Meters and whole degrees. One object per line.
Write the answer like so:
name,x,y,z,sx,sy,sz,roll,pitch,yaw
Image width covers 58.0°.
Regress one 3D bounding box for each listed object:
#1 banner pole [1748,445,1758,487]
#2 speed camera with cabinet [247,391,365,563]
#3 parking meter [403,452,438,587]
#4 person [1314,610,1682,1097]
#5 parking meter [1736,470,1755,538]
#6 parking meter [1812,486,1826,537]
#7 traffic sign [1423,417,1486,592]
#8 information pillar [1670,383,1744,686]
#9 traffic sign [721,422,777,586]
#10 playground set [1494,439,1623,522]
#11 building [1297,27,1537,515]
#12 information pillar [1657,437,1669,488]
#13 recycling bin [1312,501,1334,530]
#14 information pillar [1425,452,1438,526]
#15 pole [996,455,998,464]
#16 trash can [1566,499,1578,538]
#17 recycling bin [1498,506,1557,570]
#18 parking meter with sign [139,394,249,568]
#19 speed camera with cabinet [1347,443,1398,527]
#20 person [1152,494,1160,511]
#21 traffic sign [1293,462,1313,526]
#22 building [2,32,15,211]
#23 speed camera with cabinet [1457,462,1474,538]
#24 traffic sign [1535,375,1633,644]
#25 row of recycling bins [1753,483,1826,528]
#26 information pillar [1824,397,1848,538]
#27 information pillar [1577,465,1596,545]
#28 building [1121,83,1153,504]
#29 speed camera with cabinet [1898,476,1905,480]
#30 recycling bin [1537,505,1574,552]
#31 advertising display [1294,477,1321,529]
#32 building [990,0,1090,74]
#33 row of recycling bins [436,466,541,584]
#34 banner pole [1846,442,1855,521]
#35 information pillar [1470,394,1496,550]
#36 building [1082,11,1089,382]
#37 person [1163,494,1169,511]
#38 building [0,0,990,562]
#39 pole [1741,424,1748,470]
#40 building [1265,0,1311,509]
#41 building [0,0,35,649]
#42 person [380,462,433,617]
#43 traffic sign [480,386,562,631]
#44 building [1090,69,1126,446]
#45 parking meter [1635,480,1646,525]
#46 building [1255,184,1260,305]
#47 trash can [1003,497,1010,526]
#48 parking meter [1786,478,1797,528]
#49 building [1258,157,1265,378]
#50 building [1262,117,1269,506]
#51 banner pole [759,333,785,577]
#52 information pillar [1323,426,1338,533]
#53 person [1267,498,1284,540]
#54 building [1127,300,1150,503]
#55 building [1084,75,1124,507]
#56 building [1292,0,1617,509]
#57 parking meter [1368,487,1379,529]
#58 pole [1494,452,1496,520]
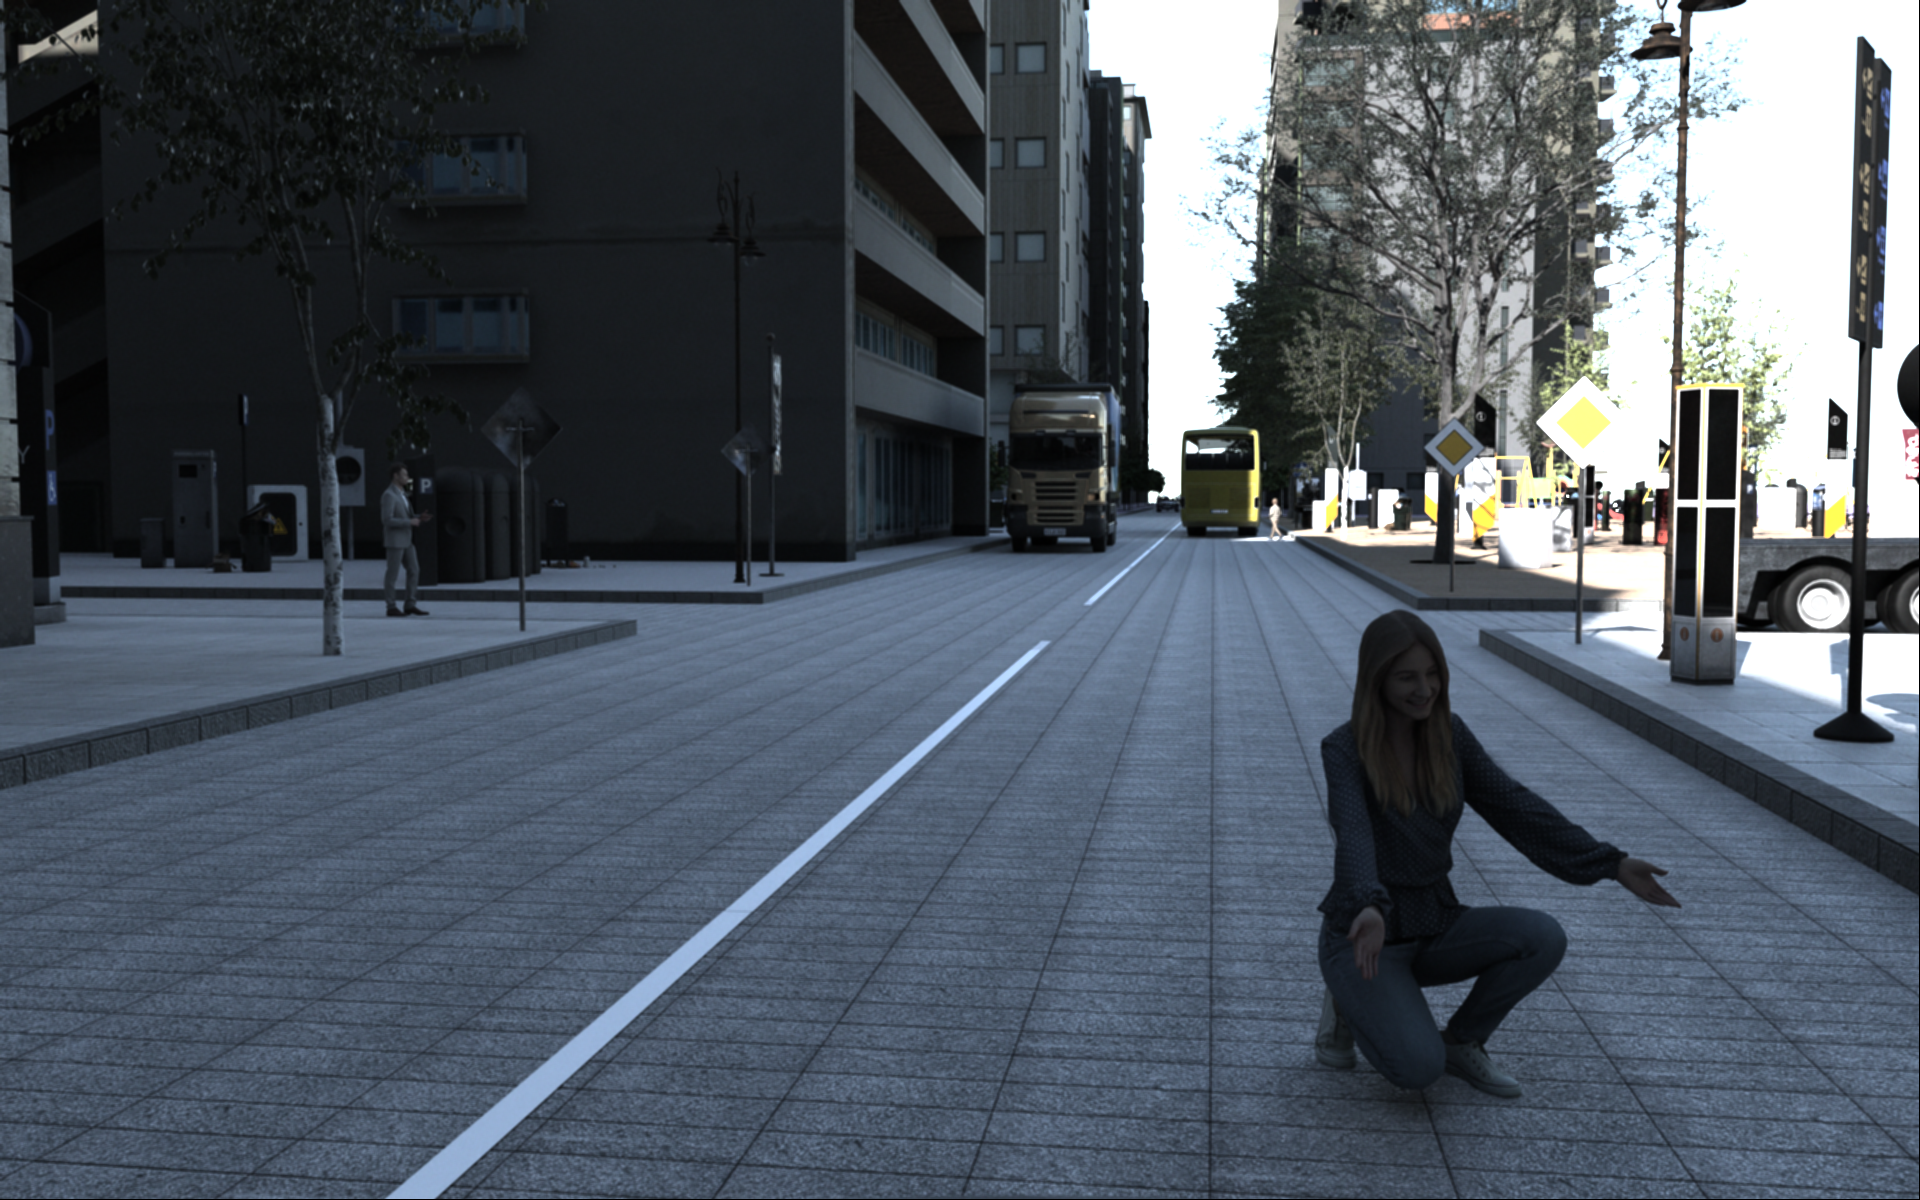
banner pole,35.384,-5.363,77.698,0.401,3.779,0.863,-2,4,-33
speed camera with cabinet,-12.361,-2.348,32.727,2.038,3.252,0.660,-2,4,-32
parking meter,-7.521,-1.126,24.129,0.255,1.863,0.399,3,4,37
person,1.228,0.602,4.163,1.012,1.151,0.738,-1,4,-16
parking meter,18.751,-2.181,41.368,0.399,1.863,0.255,-2,4,-28
parking meter,25.656,-2.648,51.703,0.372,1.533,0.369,0,3,0
traffic sign,6.453,-1.164,22.679,0.795,2.450,0.064,1,4,8
information pillar,5.043,-0.441,11.709,0.304,2.012,0.304,-1,4,-13
traffic sign,-2.939,-1.249,24.069,0.795,2.450,0.064,1,4,8
playground set,28.167,-5.800,81.602,5.637,4.214,5.302,1,4,12
building,28.834,-20.818,112.077,14.160,30.474,14.107,1,4,8
information pillar,28.731,-4.855,70.740,0.504,3.616,0.183,2,4,26
recycling bin,13.077,-3.051,62.430,0.722,1.027,0.722,0,4,7
information pillar,18.895,-4.768,69.307,0.504,3.616,0.183,3,4,38
pole,1.808,-5.469,83.263,0.158,3.312,0.155,0,3,0
trash can,18.152,-2.394,50.800,0.748,1.137,0.748,0,3,0
recycling bin,9.751,-1.058,29.846,0.722,1.027,0.722,3,4,38
parking meter with sign,-13.318,-2.071,30.118,1.738,3.016,0.543,-1,4,-14
speed camera with cabinet,16.063,-4.483,67.635,2.038,3.252,0.660,-1,4,-14
person,16.703,-8.229,146.265,0.991,1.433,0.599,-1,4,-15
traffic sign,13.575,-4.189,68.592,0.768,2.556,0.104,1,4,15
building,-39.057,-12.123,43.258,28.899,21.520,27.650,1,4,8
speed camera with cabinet,14.772,-3.409,50.077,0.660,3.252,2.038,1,4,11
traffic sign,5.296,-0.681,14.778,0.795,2.450,0.064,1,4,8
row of recycling bins,31.633,-3.627,66.410,3.534,1.692,1.069,2,4,33
information pillar,21.262,-3.100,42.044,0.504,3.616,0.183,0,4,-4
information pillar,15.698,-2.380,43.398,0.304,2.012,0.304,-1,4,-9
building,10.450,-39.108,228.653,28.713,52.752,27.495,1,4,8
speed camera with cabinet,47.745,-5.666,86.973,2.038,3.252,0.660,-3,5,-43
recycling bin,13.218,-1.586,38.484,0.722,1.027,0.722,2,4,24
advertising display,12.940,-3.627,64.513,0.974,1.923,0.123,-1,4,-10
building,-5.592,-32.129,114.552,28.713,52.752,27.495,1,4,8
row of recycling bins,-7.207,-1.183,26.462,1.069,1.692,3.534,0,4,3
banner pole,42.771,-5.682,82.923,0.863,3.779,0.401,1,4,23
information pillar,12.052,-2.967,39.863,0.504,3.616,0.183,0,4,7
building,0.512,-50.761,142.618,22.319,86.520,31.000,1,4,8
person,17.838,-8.429,149.551,0.697,1.427,0.421,0,4,4
building,-11.156,-25.645,42.996,21.300,48.544,21.600,1,4,8
pole,22.930,-3.476,50.671,0.158,3.312,0.155,0,3,0
building,39.091,-32.632,157.232,21.300,48.544,21.600,1,4,8
building,-20.708,-13.020,10.146,25.104,27.353,12.463,1,4,8
person,-6.489,-0.709,20.292,0.583,1.804,0.606,0,4,-2
traffic sign,-4.095,-0.766,16.168,0.795,2.450,0.064,1,4,8
building,7.525,-35.472,199.574,23.786,49.044,30.456,1,4,8
parking meter,28.414,-4.080,72.415,0.399,1.863,0.255,3,5,41
building,52.155,-37.803,241.775,21.300,48.544,21.600,1,4,8
trash can,2.048,-3.486,68.648,0.748,1.137,0.748,0,3,0
parking meter,30.172,-3.498,62.897,0.255,1.863,0.399,0,4,3
building,45.780,-35.089,223.819,14.600,45.320,14.200,1,4,8
building,40.199,-30.915,189.053,14.154,41.232,14.086,1,4,8
banner pole,-2.911,-2.277,27.251,0.401,3.779,0.863,1,4,9
information pillar,12.225,-4.014,56.980,0.504,3.616,0.183,-2,4,-33
person,9.750,-2.500,53.647,0.640,1.303,0.475,3,5,39
building,19.906,-29.190,248.963,14.160,30.474,14.107,1,4,8
building,8.148,-29.482,165.627,14.154,41.232,14.086,1,4,8
building,36.775,-29.211,132.231,22.147,44.769,28.867,1,4,8
parking meter,15.268,-3.396,63.941,0.372,1.533,0.369,0,3,0
pole,26.169,-5.571,84.931,0.158,3.312,0.155,0,3,0
